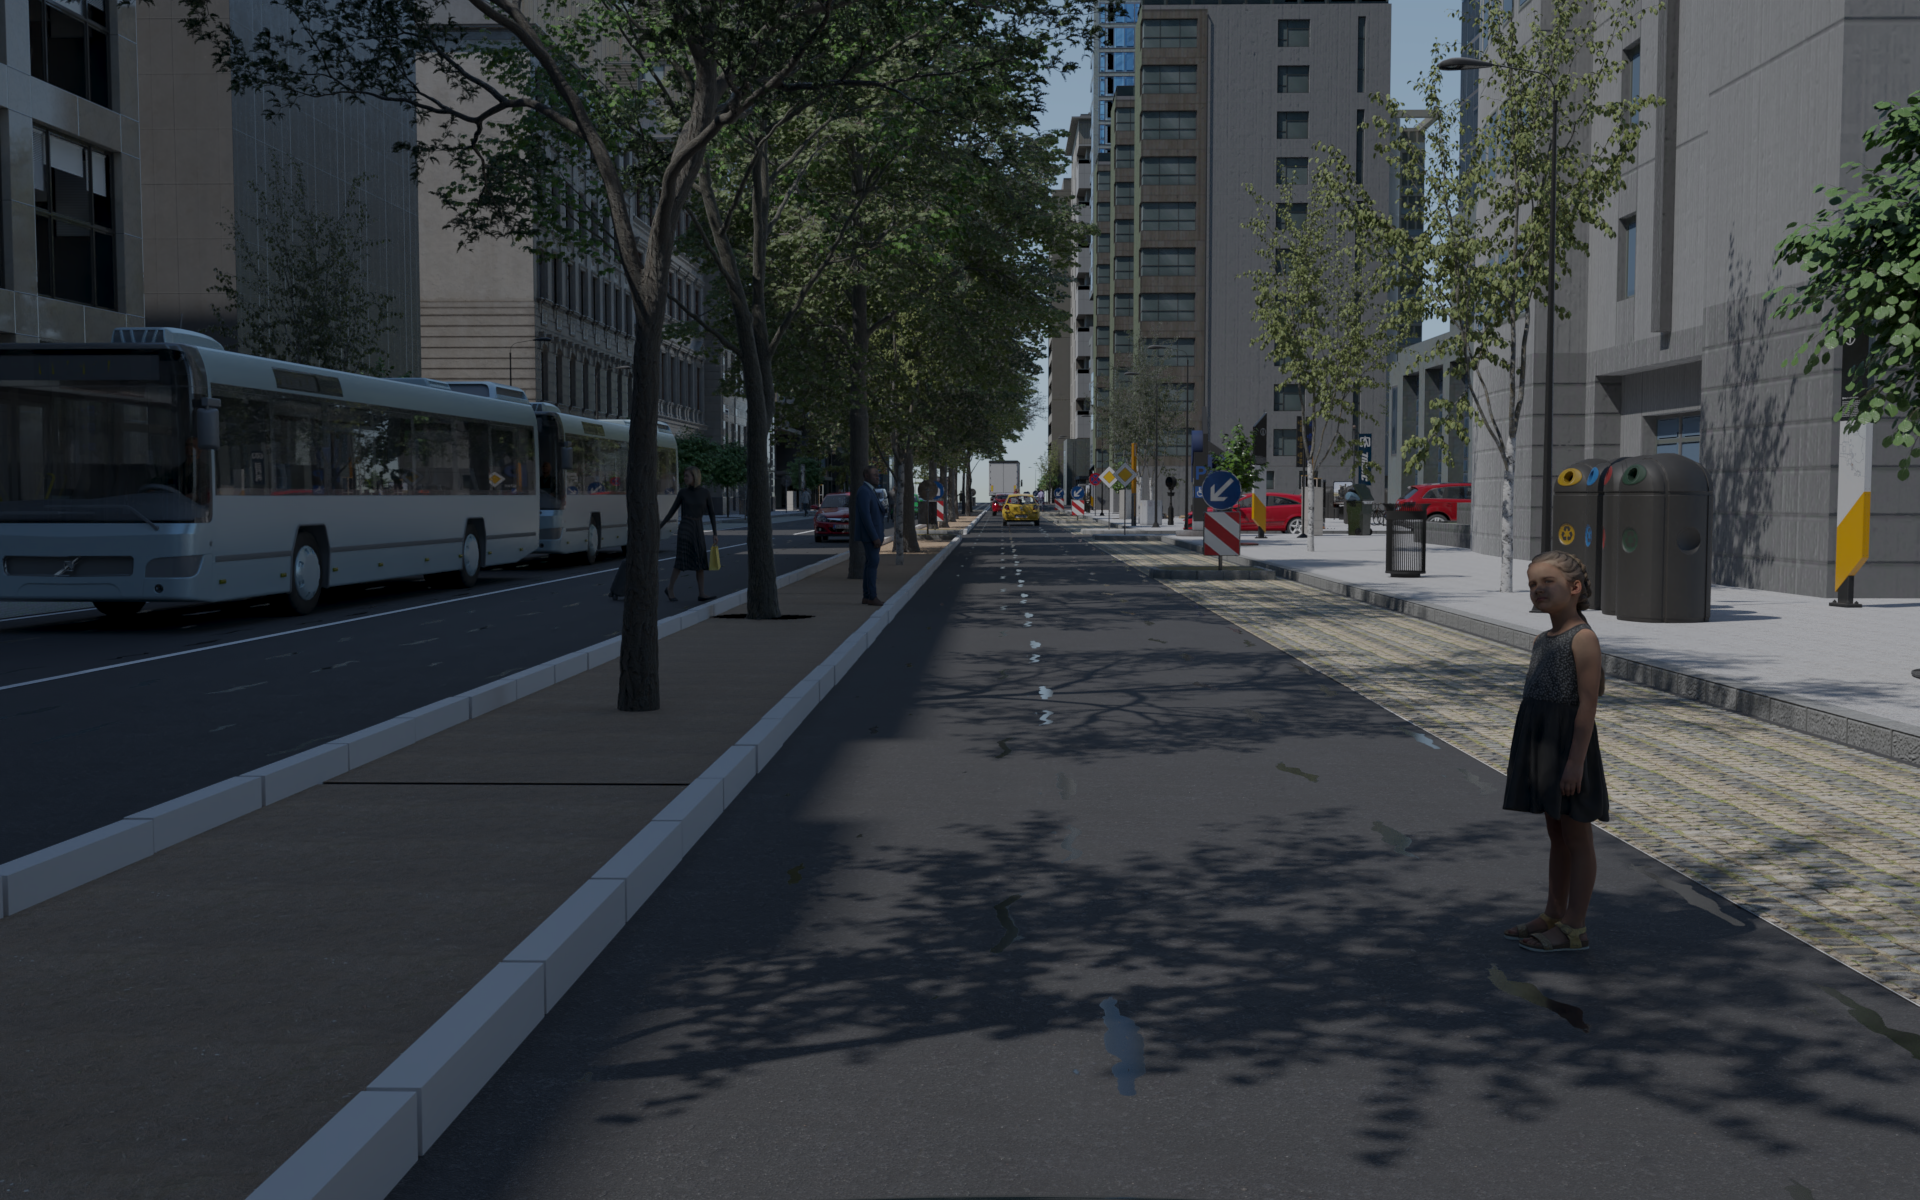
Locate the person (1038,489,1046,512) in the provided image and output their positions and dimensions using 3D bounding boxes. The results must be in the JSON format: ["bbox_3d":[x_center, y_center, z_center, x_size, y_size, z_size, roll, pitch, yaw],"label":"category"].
[{"bbox_3d":[6.723,-8.154,141.686,0.709,1.838,0.599,2,4,31],"label":"person"}]

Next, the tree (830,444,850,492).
[{"bbox_3d":[-10.527,-13.301,167.840,4.360,8.622,3.978,0,3,0],"label":"tree"}]

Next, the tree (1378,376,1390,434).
[{"bbox_3d":[24.554,-8.739,93.239,4.360,8.622,3.978,0,3,0],"label":"tree"}]

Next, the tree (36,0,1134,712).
[{"bbox_3d":[-2.156,-4.521,10.789,8.767,10.594,7.601,0,4,1],"label":"tree"}]

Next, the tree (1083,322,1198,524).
[{"bbox_3d":[7.620,-7.581,74.317,4.360,8.622,3.978,0,3,0],"label":"tree"}]

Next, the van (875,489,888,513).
[{"bbox_3d":[-6.417,-7.587,131.057,2.013,2.044,4.112,0,4,3],"label":"van"}]

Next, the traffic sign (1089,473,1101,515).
[{"bbox_3d":[8.102,-6.331,103.623,0.768,2.556,0.104,0,4,5],"label":"traffic sign"}]

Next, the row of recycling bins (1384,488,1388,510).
[{"bbox_3d":[30.179,-7.051,122.392,1.069,1.692,3.534,1,4,10],"label":"row of recycling bins"}]

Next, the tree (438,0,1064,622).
[{"bbox_3d":[-2.364,-5.590,19.613,9.928,11.665,9.643,0,3,0],"label":"tree"}]

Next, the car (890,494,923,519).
[{"bbox_3d":[-3.074,-5.546,99.475,1.959,1.807,4.718,0,3,0],"label":"car"}]

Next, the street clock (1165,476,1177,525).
[{"bbox_3d":[8.674,-4.076,71.214,0.358,2.002,0.471,-3,4,-37],"label":"street clock"}]

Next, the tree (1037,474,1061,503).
[{"bbox_3d":[12.231,-15.540,237.784,4.285,4.588,4.351,0,3,0],"label":"tree"}]

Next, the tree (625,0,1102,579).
[{"bbox_3d":[-1.583,-6.592,28.358,7.486,12.596,7.792,0,3,0],"label":"tree"}]

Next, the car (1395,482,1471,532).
[{"bbox_3d":[17.014,-2.966,57.174,5.304,1.827,2.281,0,4,1],"label":"car"}]

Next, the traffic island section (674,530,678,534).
[{"bbox_3d":[-11.150,-2.476,62.758,2.009,0.180,2.903,0,4,1],"label":"traffic island section"}]

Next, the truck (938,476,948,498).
[{"bbox_3d":[-2.773,-17.616,276.939,2.839,4.237,11.283,0,3,0],"label":"truck"}]

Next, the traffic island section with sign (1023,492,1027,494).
[{"bbox_3d":[8.134,-11.052,189.330,1.989,1.847,2.006,0,4,1],"label":"traffic island section with sign"}]

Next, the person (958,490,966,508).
[{"bbox_3d":[0.119,-10.442,179.328,1.348,1.812,0.705,-1,4,-20],"label":"person"}]

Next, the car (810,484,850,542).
[{"bbox_3d":[-3.460,-2.684,52.931,2.155,1.783,4.494,0,4,-1],"label":"car"}]

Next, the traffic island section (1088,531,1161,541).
[{"bbox_3d":[5.194,-1.963,54.373,2.009,0.180,2.903,0,4,1],"label":"traffic island section"}]

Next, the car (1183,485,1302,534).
[{"bbox_3d":[9.674,-2.977,57.711,4.494,1.783,2.155,0,4,2],"label":"car"}]

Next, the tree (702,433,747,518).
[{"bbox_3d":[-12.751,-5.960,81.164,4.285,4.588,4.351,0,3,0],"label":"tree"}]

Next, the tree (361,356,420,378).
[{"bbox_3d":[-13.819,-3.531,41.444,4.285,4.588,4.351,0,3,0],"label":"tree"}]

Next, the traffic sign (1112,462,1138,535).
[{"bbox_3d":[5.170,-3.098,54.296,0.795,2.450,0.064,0,4,1],"label":"traffic sign"}]

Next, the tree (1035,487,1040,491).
[{"bbox_3d":[13.304,-18.034,289.460,1.663,3.219,1.824,0,3,0],"label":"tree"}]

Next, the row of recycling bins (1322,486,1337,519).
[{"bbox_3d":[19.784,-5.216,92.388,1.069,1.692,3.534,0,4,-1],"label":"row of recycling bins"}]

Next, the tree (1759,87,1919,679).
[{"bbox_3d":[7.343,-1.721,11.846,4.285,4.588,4.351,0,3,0],"label":"tree"}]

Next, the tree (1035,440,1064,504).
[{"bbox_3d":[12.138,-17.176,231.183,4.737,8.622,4.395,0,3,0],"label":"tree"}]

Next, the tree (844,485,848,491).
[{"bbox_3d":[-11.251,-11.911,189.339,1.663,3.219,1.824,0,3,0],"label":"tree"}]

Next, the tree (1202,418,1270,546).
[{"bbox_3d":[7.071,-2.980,43.321,1.663,3.219,1.824,0,3,0],"label":"tree"}]

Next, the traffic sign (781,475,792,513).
[{"bbox_3d":[-11.806,-7.188,117.629,0.768,2.556,0.104,0,4,8],"label":"traffic sign"}]

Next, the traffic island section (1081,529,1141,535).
[{"bbox_3d":[5.387,-2.451,62.355,2.009,0.180,2.903,0,4,1],"label":"traffic island section"}]

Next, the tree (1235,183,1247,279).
[{"bbox_3d":[7.940,-5.373,38.211,4.737,8.622,4.395,0,3,0],"label":"tree"}]

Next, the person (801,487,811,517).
[{"bbox_3d":[-9.512,-6.054,107.324,0.795,1.843,0.661,3,5,42],"label":"person"}]

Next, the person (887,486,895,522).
[{"bbox_3d":[-3.426,-4.867,87.880,0.655,1.846,0.447,2,4,26],"label":"person"}]

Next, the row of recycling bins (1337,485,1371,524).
[{"bbox_3d":[17.004,-4.114,74.382,1.069,1.692,3.534,0,4,8],"label":"row of recycling bins"}]

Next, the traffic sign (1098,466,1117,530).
[{"bbox_3d":[5.363,-3.586,62.279,0.795,2.450,0.064,0,4,1],"label":"traffic sign"}]

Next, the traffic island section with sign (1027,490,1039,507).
[{"bbox_3d":[7.455,-9.352,161.529,1.989,1.847,2.006,0,4,1],"label":"traffic island section with sign"}]

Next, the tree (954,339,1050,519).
[{"bbox_3d":[0.461,-12.045,109.770,12.009,13.543,11.850,0,3,0],"label":"tree"}]

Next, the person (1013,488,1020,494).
[{"bbox_3d":[3.943,-6.812,119.843,0.580,1.828,0.573,2,4,25],"label":"person"}]

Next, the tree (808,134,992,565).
[{"bbox_3d":[-1.246,-5.013,34.787,4.737,8.622,4.395,0,3,0],"label":"tree"}]

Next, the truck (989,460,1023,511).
[{"bbox_3d":[3.897,-9.795,149.054,2.839,4.237,11.283,0,4,3],"label":"truck"}]

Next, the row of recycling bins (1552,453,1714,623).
[{"bbox_3d":[7.294,-0.719,18.861,1.069,1.692,3.534,0,4,6],"label":"row of recycling bins"}]

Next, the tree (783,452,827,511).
[{"bbox_3d":[-11.796,-9.078,132.141,4.285,4.588,4.351,0,3,0],"label":"tree"}]

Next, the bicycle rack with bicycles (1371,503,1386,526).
[{"bbox_3d":[17.385,-3.471,70.129,2.925,0.926,2.852,-1,4,-10],"label":"bicycle rack with bicycles"}]

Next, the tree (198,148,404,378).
[{"bbox_3d":[-13.782,-5.297,36.971,4.360,8.622,3.978,0,3,0],"label":"tree"}]

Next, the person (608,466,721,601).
[{"bbox_3d":[-3.926,-0.892,23.303,1.509,1.804,0.699,2,4,26],"label":"person"}]

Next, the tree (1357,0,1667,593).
[{"bbox_3d":[6.985,-4.414,22.532,4.737,8.622,4.395,0,3,0],"label":"tree"}]

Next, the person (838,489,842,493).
[{"bbox_3d":[-7.425,-5.914,105.557,0.716,1.782,0.532,-1,4,-22],"label":"person"}]

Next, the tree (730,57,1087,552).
[{"bbox_3d":[-1.322,-8.137,42.145,9.857,13.997,8.962,0,3,0],"label":"tree"}]

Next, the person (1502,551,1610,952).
[{"bbox_3d":[1.874,0.471,5.464,0.373,1.253,0.362,0,4,-7],"label":"person"}]

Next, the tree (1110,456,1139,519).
[{"bbox_3d":[8.319,-5.762,88.817,1.663,3.219,1.824,0,3,0],"label":"tree"}]

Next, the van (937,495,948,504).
[{"bbox_3d":[-2.719,-15.376,258.412,2.013,2.044,4.112,0,4,2],"label":"van"}]

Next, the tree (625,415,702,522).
[{"bbox_3d":[-13.314,-5.288,70.174,4.285,4.588,4.351,0,3,0],"label":"tree"}]

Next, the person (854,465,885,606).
[{"bbox_3d":[-1.152,-0.832,22.292,0.419,1.800,0.721,0,4,-5],"label":"person"}]
